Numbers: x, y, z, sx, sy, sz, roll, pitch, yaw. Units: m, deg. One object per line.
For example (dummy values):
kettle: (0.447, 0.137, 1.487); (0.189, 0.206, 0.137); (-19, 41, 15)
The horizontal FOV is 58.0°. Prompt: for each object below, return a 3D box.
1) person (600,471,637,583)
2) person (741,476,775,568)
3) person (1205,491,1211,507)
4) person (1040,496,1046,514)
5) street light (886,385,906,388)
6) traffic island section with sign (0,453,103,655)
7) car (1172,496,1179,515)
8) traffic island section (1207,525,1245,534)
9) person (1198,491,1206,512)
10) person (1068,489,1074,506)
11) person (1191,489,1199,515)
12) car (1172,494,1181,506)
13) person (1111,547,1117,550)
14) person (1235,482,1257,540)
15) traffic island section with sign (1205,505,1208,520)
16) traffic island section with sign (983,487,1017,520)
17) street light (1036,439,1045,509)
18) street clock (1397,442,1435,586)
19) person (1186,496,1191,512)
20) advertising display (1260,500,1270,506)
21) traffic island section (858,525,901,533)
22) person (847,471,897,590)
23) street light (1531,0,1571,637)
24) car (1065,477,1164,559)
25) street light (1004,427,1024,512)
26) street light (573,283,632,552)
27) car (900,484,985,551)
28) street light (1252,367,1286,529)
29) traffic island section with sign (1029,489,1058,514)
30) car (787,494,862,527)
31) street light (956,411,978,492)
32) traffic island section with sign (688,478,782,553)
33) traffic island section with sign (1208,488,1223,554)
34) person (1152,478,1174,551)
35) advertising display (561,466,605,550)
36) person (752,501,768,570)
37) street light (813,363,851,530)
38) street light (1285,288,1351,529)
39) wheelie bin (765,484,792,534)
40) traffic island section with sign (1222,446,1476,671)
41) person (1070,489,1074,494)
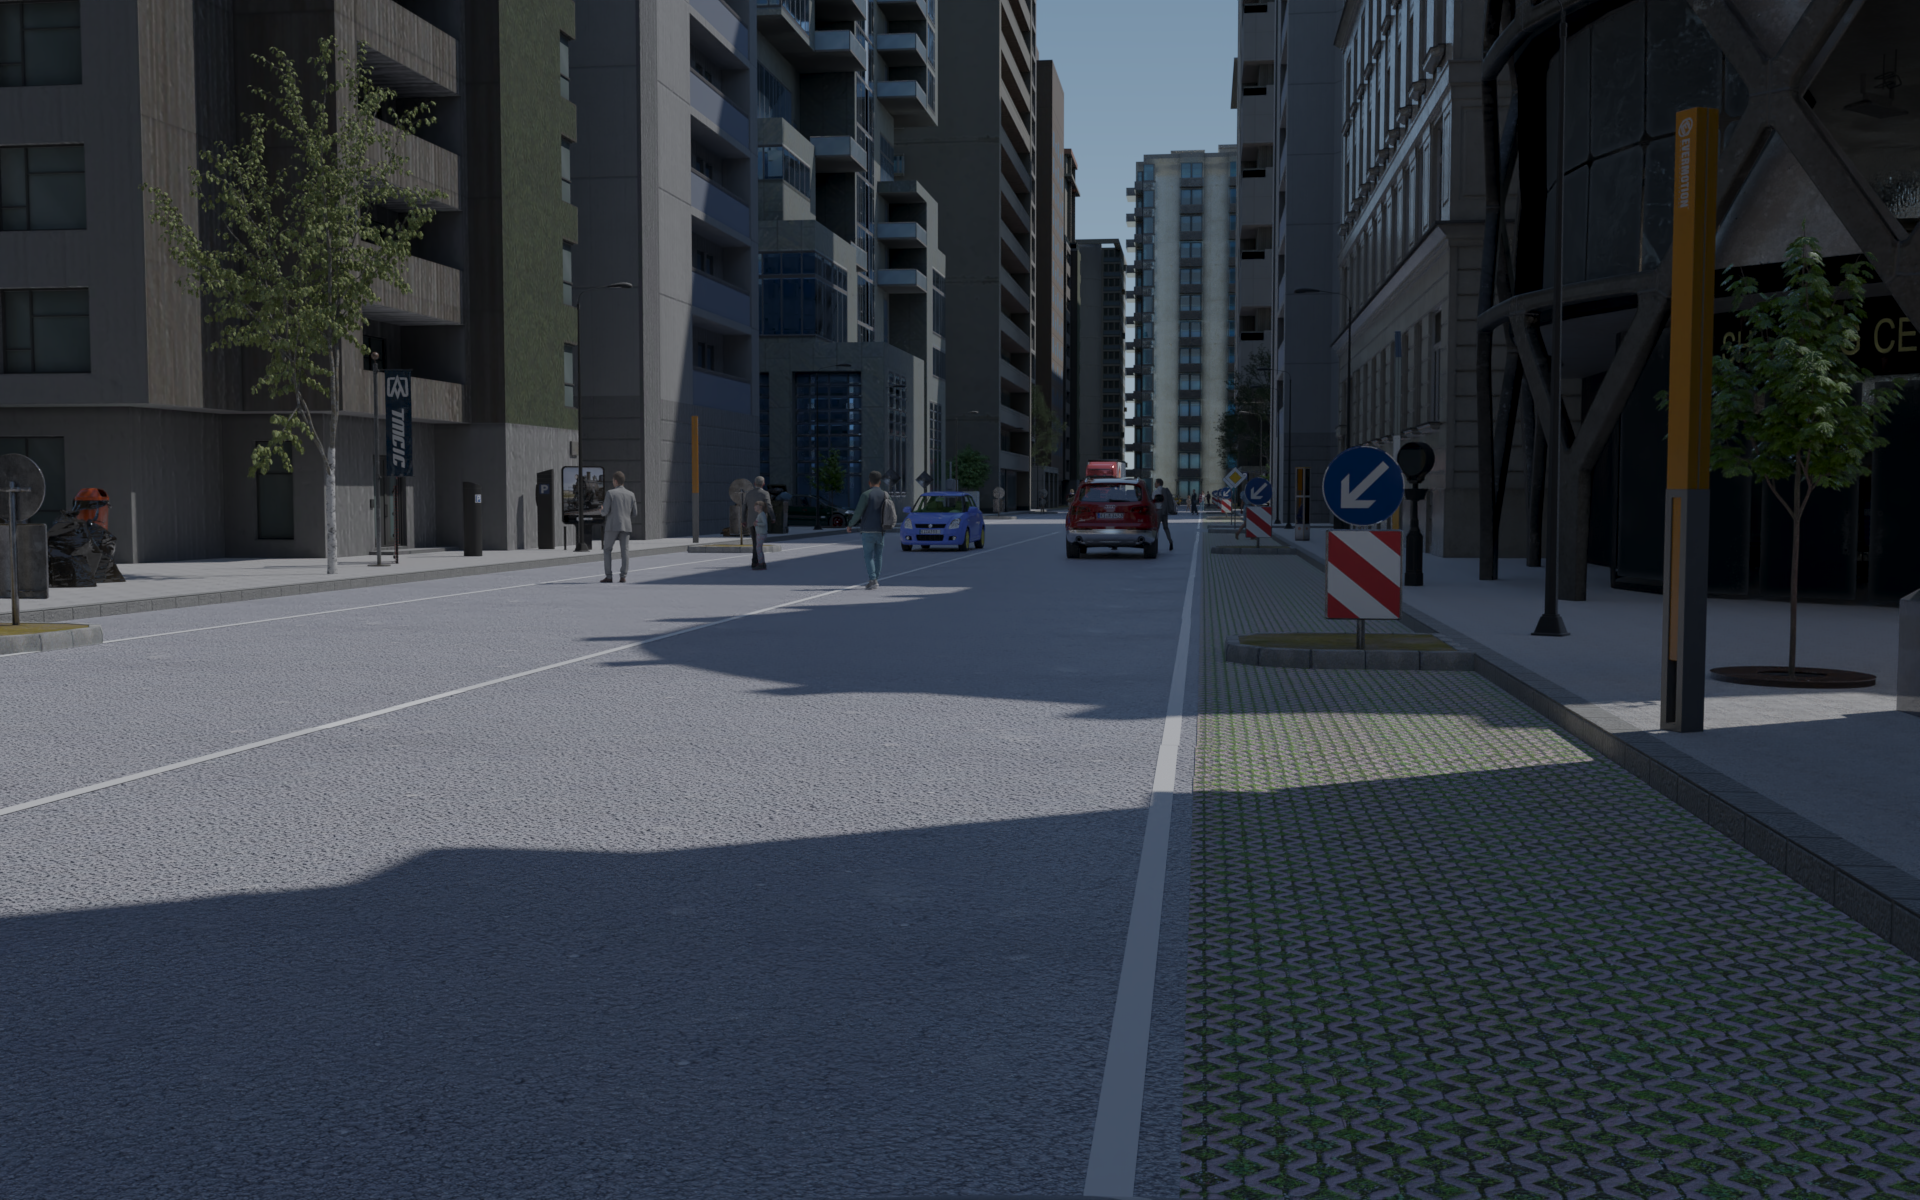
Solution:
person: (-5.582, -1.186, 28.097); (0.606, 1.804, 0.583); (-3, 5, -44)
person: (-3.934, -1.535, 33.992); (0.661, 1.777, 0.834); (1, 4, 15)
person: (27.418, -11.209, 192.289); (0.750, 1.759, 0.617); (-1, 4, -16)
person: (5.838, -6.687, 122.110); (0.475, 1.303, 0.640); (1, 4, 19)
street light: (-2.989, -6.183, 73.634); (1.470, 5.913, 1.316); (0, 4, 8)
traffic island section with sign: (-9.259, -0.465, 16.226); (1.989, 1.847, 2.006); (0, 4, 8)
car: (14.158, -6.619, 120.584); (2.083, 1.381, 4.827); (1, 4, 10)
traffic island section: (10.170, -2.548, 63.949); (2.009, 0.180, 2.903); (0, 4, 8)
person: (19.794, -8.091, 141.625); (0.563, 1.720, 0.643); (-1, 4, -21)
person: (8.807, -7.790, 136.050); (0.728, 1.800, 0.709); (1, 4, 16)
person: (15.927, -6.654, 117.706); (0.534, 1.772, 0.576); (-3, 5, -44)
car: (26.655, -12.617, 216.516); (2.015, 1.641, 3.980); (1, 4, 8)
person: (3.973, -2.206, 44.693); (0.709, 1.813, 0.853); (-1, 4, -23)
person: (8.982, -2.777, 53.994); (0.778, 1.811, 0.616); (-2, 4, -26)
traffic island section with sign: (14.780, -5.389, 96.739); (1.989, 1.847, 2.006); (0, 4, 8)
traffic island section with sign: (2.215, -5.465, 97.973); (1.989, 1.847, 2.006); (0, 4, 8)
street light: (7.020, -10.523, 144.594); (1.470, 5.913, 1.316); (0, 4, 8)
street clock: (6.339, -1.196, 24.129); (0.358, 2.002, 0.471); (-3, 5, -43)
person: (18.452, -7.773, 139.852); (0.475, 1.303, 0.640); (3, 5, 42)
advertising display: (16.851, -5.551, 95.972); (0.974, 1.923, 0.123); (-2, 4, -35)
traffic island section: (-2.646, -2.658, 65.746); (2.009, 0.180, 2.903); (0, 4, 8)
person: (-1.299, -1.061, 26.190); (0.623, 1.781, 0.721); (-3, 5, -44)
street light: (4.833, -2.636, 15.644); (1.470, 5.913, 1.316); (0, 4, 8)
car: (3.565, -1.920, 40.058); (2.281, 1.827, 5.304); (0, 4, 7)
street light: (3.730, -9.070, 120.832); (1.470, 5.913, 1.316); (0, 4, 8)
street light: (-7.886, -4.020, 38.274); (1.470, 5.913, 1.316); (0, 4, 8)
car: (-0.427, -2.133, 44.468); (1.945, 1.707, 3.694); (1, 4, 10)
street light: (11.555, -5.569, 63.592); (1.470, 5.913, 1.316); (0, 4, 8)
traffic island section with sign: (6.038, -7.129, 125.187); (1.989, 1.847, 2.006); (0, 4, 8)
car: (-5.983, -3.671, 69.810); (4.222, 1.686, 2.009); (0, 4, 7)
street light: (0.332, -7.637, 97.402); (1.470, 5.913, 1.316); (0, 4, 8)
traffic island section with sign: (-5.507, -2.098, 42.930); (1.989, 1.847, 2.006); (0, 4, 8)
traffic island section with sign: (7.053, -2.022, 41.686); (1.989, 1.847, 2.006); (0, 4, 8)
person: (5.148, -2.165, 43.996); (0.679, 1.850, 0.850); (-2, 4, -29)
advertising display: (-8.645, -2.112, 39.753); (0.974, 1.923, 0.123); (-1, 4, -20)
person: (-3.782, -1.218, 32.694); (0.394, 1.301, 0.425); (-3, 4, -36)
street light: (-4.550, -5.454, 61.712); (1.470, 5.913, 1.316); (0, 4, 8)
street light: (8.212, -4.069, 39.076); (1.470, 5.913, 1.316); (0, 4, 8)
wheelie bin: (-5.897, -2.939, 55.958); (0.980, 1.594, 0.693); (1, 4, 11)
traffic island section with sign: (3.309, -0.389, 14.991); (1.989, 1.847, 2.006); (0, 4, 8)
person: (9.933, -8.782, 151.949); (0.709, 1.838, 0.599); (-3, 4, -37)
